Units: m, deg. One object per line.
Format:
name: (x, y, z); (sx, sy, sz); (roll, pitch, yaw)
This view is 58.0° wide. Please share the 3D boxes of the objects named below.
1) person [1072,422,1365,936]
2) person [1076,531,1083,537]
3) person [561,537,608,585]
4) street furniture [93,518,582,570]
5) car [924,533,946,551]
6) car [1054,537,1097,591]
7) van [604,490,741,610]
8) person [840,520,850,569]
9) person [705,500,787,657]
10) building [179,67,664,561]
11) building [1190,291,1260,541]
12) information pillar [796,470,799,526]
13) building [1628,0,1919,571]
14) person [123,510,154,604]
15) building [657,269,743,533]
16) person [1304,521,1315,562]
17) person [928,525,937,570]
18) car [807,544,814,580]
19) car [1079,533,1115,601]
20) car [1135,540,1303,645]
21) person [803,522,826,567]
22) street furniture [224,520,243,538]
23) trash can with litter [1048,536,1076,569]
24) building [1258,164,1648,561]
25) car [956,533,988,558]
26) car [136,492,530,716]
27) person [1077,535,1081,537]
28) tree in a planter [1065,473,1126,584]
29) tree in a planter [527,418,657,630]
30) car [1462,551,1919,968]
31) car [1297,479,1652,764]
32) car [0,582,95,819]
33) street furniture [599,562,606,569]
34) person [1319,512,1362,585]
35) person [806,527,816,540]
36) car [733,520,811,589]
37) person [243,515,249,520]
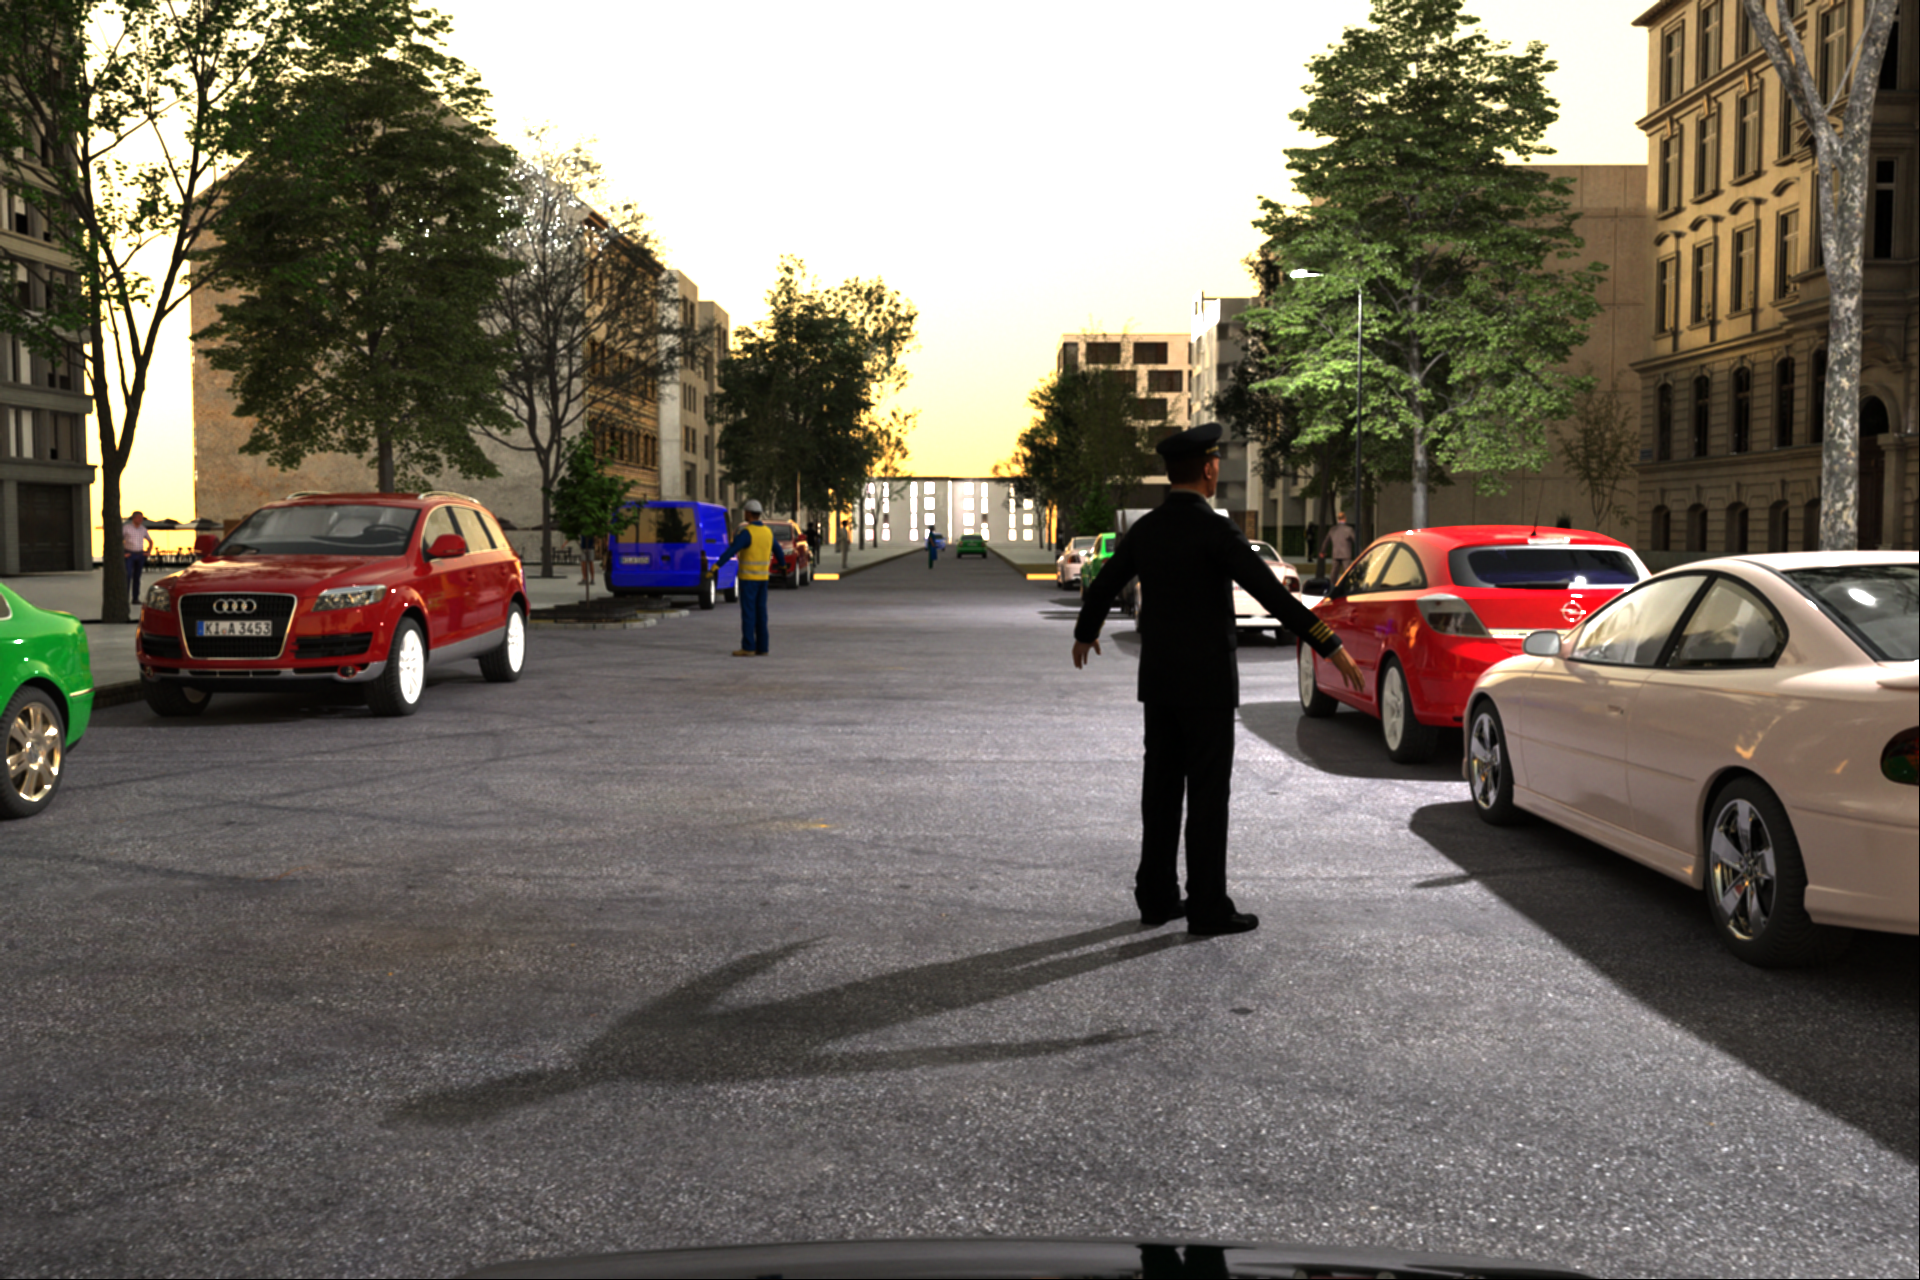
person: (0.853, 0.128, 6.307); (0.705, 1.837, 1.347); (-3, 5, -41)
person: (6.038, -4.943, 86.961); (0.704, 1.812, 1.346); (0, 4, -2)
person: (-9.464, -2.309, 43.925); (1.345, 1.807, 0.704); (-3, 5, -42)
street furniture: (-29.070, -3.808, 67.290); (27.439, 1.986, 14.083); (0, 4, 1)
car: (-2.135, -8.502, 148.599); (1.945, 1.707, 3.694); (0, 4, 0)
car: (3.531, -2.017, 45.344); (2.083, 1.381, 4.827); (0, 4, 1)
van: (-5.595, -1.841, 34.485); (2.240, 2.365, 5.245); (0, 3, 0)
person: (-4.242, -3.549, 64.220); (0.705, 1.806, 1.347); (-1, 4, -9)
person: (-2.453, -0.732, 20.398); (0.705, 1.833, 1.349); (3, 4, 36)
building: (-26.592, -15.834, 89.822); (19.493, 23.208, 18.063); (0, 4, 1)
building: (23.257, -17.069, 135.501); (16.016, 20.090, 11.380); (0, 3, 0)
information pillar: (-5.934, -4.400, 63.302); (0.183, 3.616, 0.504); (0, 3, 0)
building: (29.562, -13.824, 45.114); (14.460, 24.649, 34.723); (0, 3, 0)
person: (-14.992, -1.501, 31.524); (0.436, 1.711, 0.756); (3, 5, 43)
building: (-26.967, -16.207, 131.447); (16.747, 18.905, 31.486); (0, 4, 0)
person: (15.929, -4.449, 78.521); (0.705, 1.856, 1.354); (1, 4, 16)
person: (-1.116, -3.756, 69.989); (0.704, 1.817, 1.347); (0, 4, 0)
car: (-5.437, -2.469, 52.174); (2.131, 1.459, 4.920); (0, 4, 0)
car: (3.467, -1.644, 35.672); (1.959, 1.807, 4.718); (0, 3, 0)
car: (3.465, -0.692, 23.677); (2.083, 1.381, 4.827); (0, 4, 1)
person: (-5.761, -3.715, 67.454); (1.216, 1.740, 0.721); (2, 4, 26)
street furniture: (-19.276, -2.904, 54.327); (11.010, 1.723, 9.812); (0, 4, 4)
trash can with litter: (4.079, -3.162, 62.750); (1.678, 1.210, 2.233); (0, 4, -2)
building: (26.840, -13.775, 91.679); (16.747, 18.905, 31.486); (0, 4, 0)
car: (0.710, -5.814, 103.863); (1.959, 1.807, 4.718); (0, 4, 0)
car: (-5.313, -0.406, 15.306); (2.281, 1.827, 5.304); (0, 4, 0)
person: (5.777, -4.450, 78.890); (1.348, 1.813, 0.705); (-2, 4, -34)
tree in a planter: (3.969, -3.261, 50.544); (1.991, 3.239, 1.994); (0, 3, 0)
tree in a planter: (-5.803, -1.814, 26.881); (1.991, 3.239, 1.994); (0, 4, 1)
car: (3.517, 0.322, 7.102); (2.083, 1.381, 4.827); (0, 4, 0)
car: (3.594, -0.199, 12.290); (2.155, 1.783, 4.494); (0, 3, 0)
car: (-5.574, 0.085, 7.400); (1.959, 1.807, 4.718); (0, 4, 0)
street furniture: (-11.363, -3.242, 68.630); (5.734, 0.657, 10.072); (0, 4, -3)
person: (8.352, -1.916, 37.918); (0.990, 1.755, 0.434); (3, 4, 38)
person: (-7.090, -4.616, 81.653); (0.705, 1.806, 1.347); (3, 4, 37)
car: (-5.217, -2.329, 46.754); (2.281, 1.827, 5.304); (0, 4, 0)
person: (-19.630, -2.551, 47.796); (1.344, 1.819, 0.704); (2, 4, 30)
